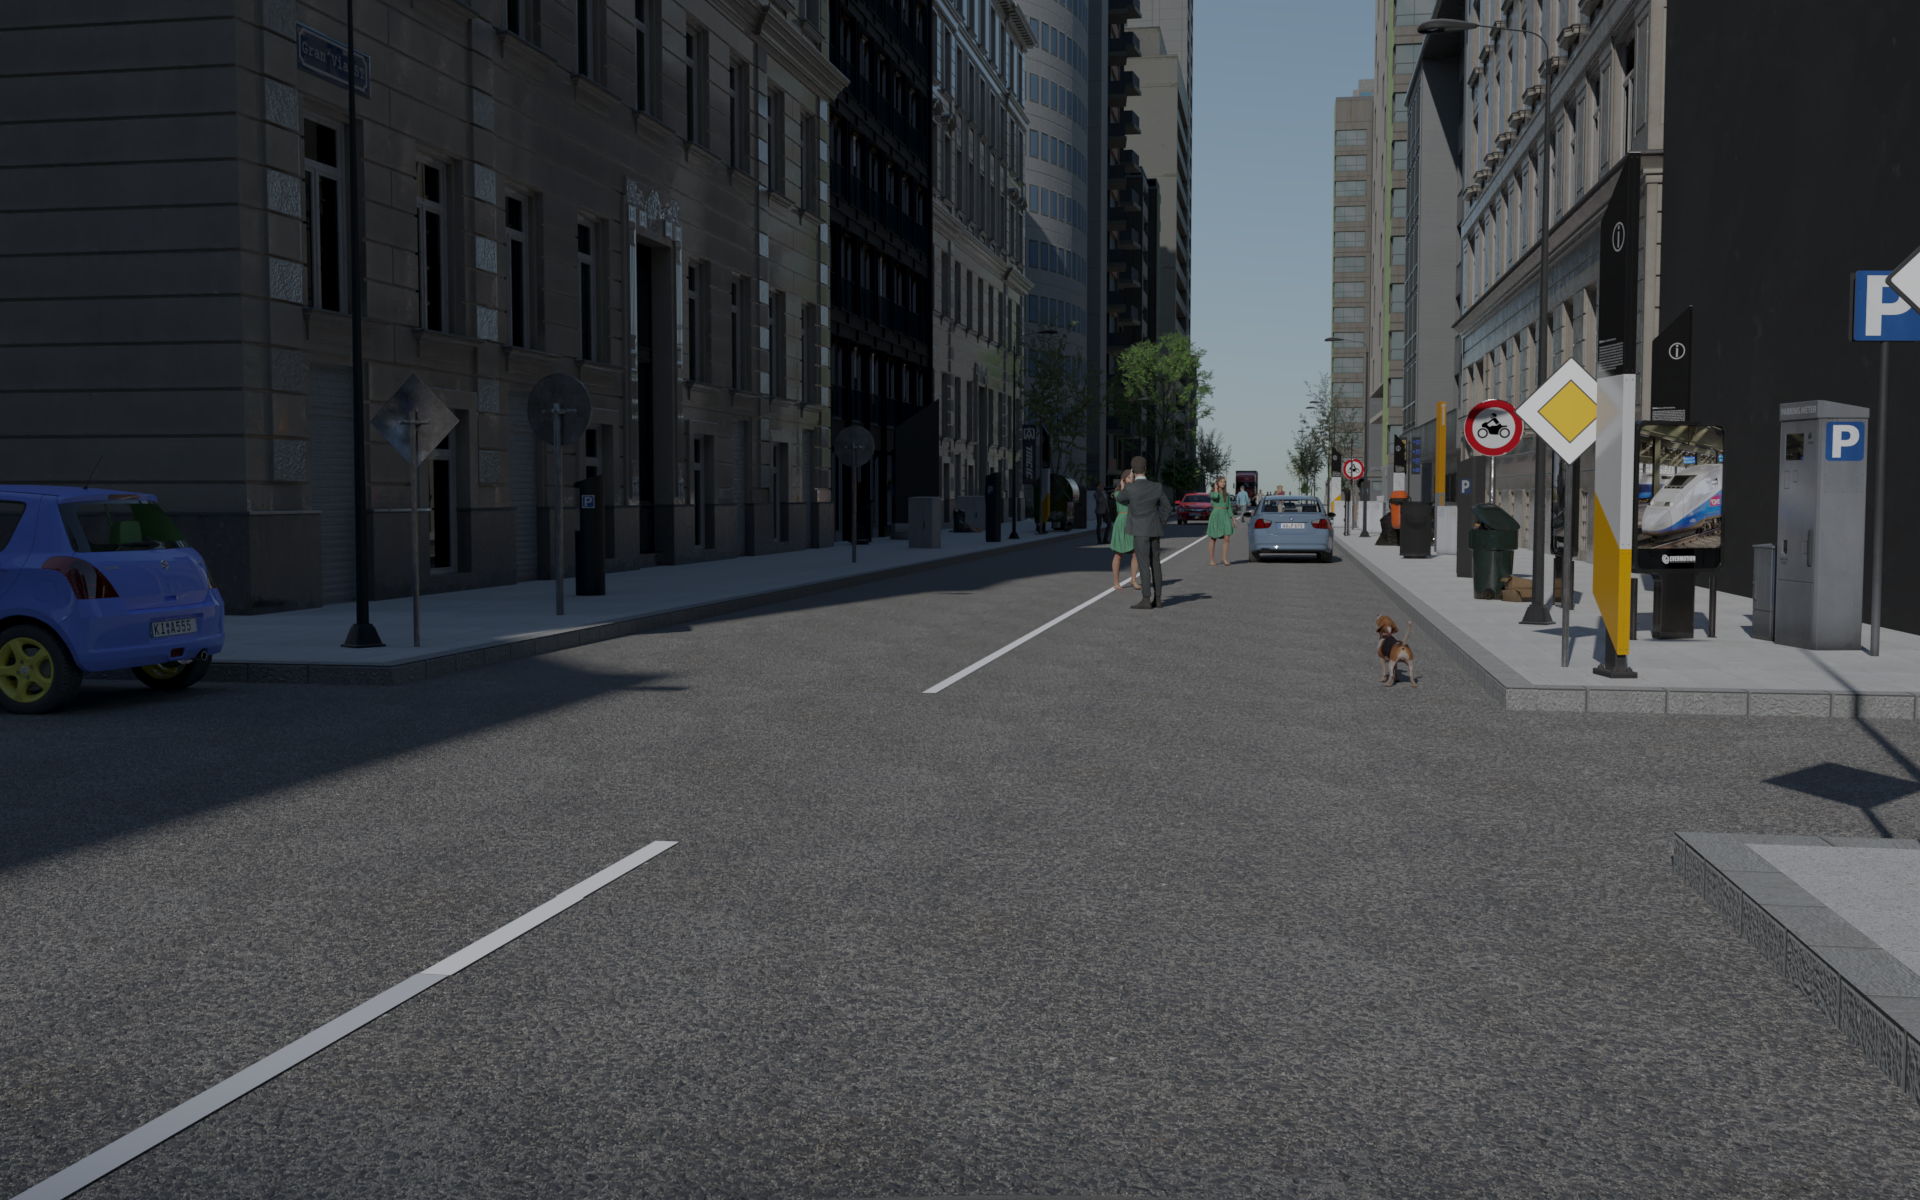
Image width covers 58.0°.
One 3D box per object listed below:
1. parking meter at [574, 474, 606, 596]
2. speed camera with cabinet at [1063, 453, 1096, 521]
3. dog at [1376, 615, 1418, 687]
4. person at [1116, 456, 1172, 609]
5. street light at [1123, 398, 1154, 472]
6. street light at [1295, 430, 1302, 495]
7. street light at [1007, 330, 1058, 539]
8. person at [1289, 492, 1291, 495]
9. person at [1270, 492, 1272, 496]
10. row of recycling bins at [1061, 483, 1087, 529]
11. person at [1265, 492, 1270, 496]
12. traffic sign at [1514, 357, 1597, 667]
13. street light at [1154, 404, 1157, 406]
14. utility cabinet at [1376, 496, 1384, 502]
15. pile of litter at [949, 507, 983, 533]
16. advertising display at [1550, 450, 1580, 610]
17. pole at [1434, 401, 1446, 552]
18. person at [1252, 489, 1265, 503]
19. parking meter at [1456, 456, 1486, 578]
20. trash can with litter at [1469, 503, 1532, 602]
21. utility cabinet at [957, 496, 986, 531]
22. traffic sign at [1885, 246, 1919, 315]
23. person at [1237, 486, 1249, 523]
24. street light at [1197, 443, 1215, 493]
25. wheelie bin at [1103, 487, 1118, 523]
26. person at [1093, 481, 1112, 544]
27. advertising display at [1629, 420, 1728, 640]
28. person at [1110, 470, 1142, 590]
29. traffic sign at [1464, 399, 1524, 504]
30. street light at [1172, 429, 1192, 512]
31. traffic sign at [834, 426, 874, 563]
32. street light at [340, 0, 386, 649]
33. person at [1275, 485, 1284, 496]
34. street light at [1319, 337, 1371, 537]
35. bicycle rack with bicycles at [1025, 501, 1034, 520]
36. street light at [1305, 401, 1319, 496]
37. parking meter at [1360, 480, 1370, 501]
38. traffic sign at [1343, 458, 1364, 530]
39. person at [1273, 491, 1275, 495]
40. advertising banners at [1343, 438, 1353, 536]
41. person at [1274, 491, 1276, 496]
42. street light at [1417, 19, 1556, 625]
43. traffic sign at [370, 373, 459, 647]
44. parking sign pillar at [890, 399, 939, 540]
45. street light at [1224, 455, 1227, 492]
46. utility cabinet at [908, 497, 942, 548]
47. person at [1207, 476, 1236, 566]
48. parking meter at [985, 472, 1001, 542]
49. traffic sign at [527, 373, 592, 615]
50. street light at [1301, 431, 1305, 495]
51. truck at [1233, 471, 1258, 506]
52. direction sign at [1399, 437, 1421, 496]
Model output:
[{"bbox_3d":[-4.687,-0.827,21.927,0.372,1.533,0.369,0,3,0],"label":"parking meter"},{"bbox_3d":[5.550,-5.467,83.722,2.038,3.252,0.660,-1,4,-22],"label":"speed camera with cabinet"},{"bbox_3d":[3.262,0.383,13.024,0.406,0.507,0.540,-3,5,-43],"label":"dog"},{"bbox_3d":[2.283,-0.844,21.663,0.648,1.900,0.474,-2,4,-29],"label":"person"},{"bbox_3d":[8.457,-6.797,83.669,1.470,5.913,1.316,1,4,10],"label":"street light"},{"bbox_3d":[25.340,-9.411,126.416,1.470,5.913,1.316,1,4,10],"label":"street light"},{"bbox_3d":[2.071,-4.685,49.134,1.470,5.913,1.316,1,4,10],"label":"street light"},{"bbox_3d":[36.969,-11.323,194.436,0.445,1.727,0.742,0,4,-8],"label":"person"},{"bbox_3d":[41.231,-13.555,230.648,0.617,1.759,0.750,-3,5,-40],"label":"person"},{"bbox_3d":[4.316,-3.559,65.310,1.069,1.692,3.534,0,4,1],"label":"row of recycling bins"},{"bbox_3d":[36.566,-12.055,206.304,0.721,1.736,1.217,-2,4,-32],"label":"person"},{"bbox_3d":[4.483,-0.559,12.783,0.795,2.450,0.064,1,4,10],"label":"traffic sign"},{"bbox_3d":[9.487,-7.161,89.629,1.470,5.913,1.316,1,4,10],"label":"street light"},{"bbox_3d":[16.729,-3.541,69.059,0.306,1.237,1.020,1,4,12],"label":"utility cabinet"},{"bbox_3d":[0.200,-2.697,58.062,1.176,0.858,1.719,0,4,3],"label":"pile of litter"},{"bbox_3d":[6.822,-0.877,19.545,0.123,1.923,0.974,0,4,8],"label":"advertising display"},{"bbox_3d":[10.613,-2.717,38.265,0.158,3.312,0.155,0,3,0],"label":"pole"},{"bbox_3d":[24.692,-8.194,142.477,1.348,1.824,0.705,2,4,29],"label":"person"},{"bbox_3d":[7.841,-1.278,26.600,0.255,1.863,0.399,-2,4,-27],"label":"parking meter"},{"bbox_3d":[6.643,-0.584,20.936,0.624,1.170,1.055,-1,4,-22],"label":"trash can with litter"},{"bbox_3d":[0.409,-3.014,60.443,1.020,1.237,0.306,1,4,13],"label":"utility cabinet"},{"bbox_3d":[3.029,-0.079,4.931,0.795,2.450,0.064,1,4,10],"label":"traffic sign"},{"bbox_3d":[13.981,-4.744,85.927,0.748,1.841,0.638,-3,5,-39],"label":"person"},{"bbox_3d":[22.334,-11.370,158.443,1.470,5.913,1.316,1,4,10],"label":"street light"},{"bbox_3d":[6.821,-4.290,78.052,0.980,1.594,0.693,0,4,-5],"label":"wheelie bin"},{"bbox_3d":[4.114,-2.517,49.834,0.592,1.802,0.473,-2,4,-31],"label":"person"},{"bbox_3d":[6.326,-0.617,15.306,0.974,1.923,0.123,-1,4,-18],"label":"advertising display"},{"bbox_3d":[2.513,-1.053,25.959,0.600,1.795,0.529,-2,4,-34],"label":"person"},{"bbox_3d":[7.174,-1.421,23.337,0.768,2.556,0.104,1,4,17],"label":"traffic sign"},{"bbox_3d":[15.893,-9.270,124.105,1.470,5.913,1.316,1,4,10],"label":"street light"},{"bbox_3d":[-1.977,-1.967,32.272,0.768,2.556,0.104,1,4,11],"label":"traffic sign"},{"bbox_3d":[-4.486,-2.553,14.276,1.470,5.913,1.316,1,4,10],"label":"street light"},{"bbox_3d":[14.269,-4.212,77.341,0.573,1.828,0.580,-1,4,-22],"label":"person"},{"bbox_3d":[11.493,-4.823,51.390,1.470,5.913,1.316,1,4,10],"label":"street light"},{"bbox_3d":[3.752,-4.502,86.991,2.852,0.926,2.925,-1,4,-12],"label":"bicycle rack with bicycles"},{"bbox_3d":[18.097,-6.961,86.355,1.470,5.913,1.316,1,4,10],"label":"street light"},{"bbox_3d":[16.873,-4.067,72.207,0.399,1.863,0.255,1,4,9],"label":"parking meter"},{"bbox_3d":[14.089,-3.788,62.038,0.768,2.556,0.104,1,4,15],"label":"traffic sign"},{"bbox_3d":[43.170,-14.004,237.455,1.348,1.826,0.705,2,4,30],"label":"person"},{"bbox_3d":[12.052,-3.515,53.659,0.090,3.025,2.074,1,4,19],"label":"advertising banners"},{"bbox_3d":[33.788,-10.802,185.823,0.721,1.736,1.217,1,4,20],"label":"person"},{"bbox_3d":[5.171,-2.721,17.030,1.470,5.913,1.316,1,4,10],"label":"street light"},{"bbox_3d":[-4.554,-0.662,14.471,0.795,2.450,0.064,1,4,10],"label":"traffic sign"},{"bbox_3d":[-1.264,-3.704,49.027,1.447,3.967,1.447,-1,4,-16],"label":"parking sign pillar"},{"bbox_3d":[31.325,-14.373,207.545,1.470,5.913,1.316,1,4,10],"label":"street light"},{"bbox_3d":[-0.849,-1.843,41.288,0.306,1.237,1.020,-2,4,-35],"label":"utility cabinet"},{"bbox_3d":[5.210,-1.587,34.696,0.600,1.795,0.529,-2,4,-27],"label":"person"},{"bbox_3d":[0.882,-2.483,46.311,0.399,1.863,0.255,3,5,40],"label":"parking meter"},{"bbox_3d":[-4.239,-1.111,18.279,0.768,2.556,0.104,1,4,18],"label":"traffic sign"},{"bbox_3d":[19.039,-7.306,91.989,1.470,5.913,1.316,1,4,10],"label":"street light"},{"bbox_3d":[34.511,-13.436,208.599,2.839,4.237,11.283,1,4,11],"label":"truck"},{"bbox_3d":[17.839,-4.700,68.847,0.876,3.537,0.379,1,4,20],"label":"direction sign"}]
